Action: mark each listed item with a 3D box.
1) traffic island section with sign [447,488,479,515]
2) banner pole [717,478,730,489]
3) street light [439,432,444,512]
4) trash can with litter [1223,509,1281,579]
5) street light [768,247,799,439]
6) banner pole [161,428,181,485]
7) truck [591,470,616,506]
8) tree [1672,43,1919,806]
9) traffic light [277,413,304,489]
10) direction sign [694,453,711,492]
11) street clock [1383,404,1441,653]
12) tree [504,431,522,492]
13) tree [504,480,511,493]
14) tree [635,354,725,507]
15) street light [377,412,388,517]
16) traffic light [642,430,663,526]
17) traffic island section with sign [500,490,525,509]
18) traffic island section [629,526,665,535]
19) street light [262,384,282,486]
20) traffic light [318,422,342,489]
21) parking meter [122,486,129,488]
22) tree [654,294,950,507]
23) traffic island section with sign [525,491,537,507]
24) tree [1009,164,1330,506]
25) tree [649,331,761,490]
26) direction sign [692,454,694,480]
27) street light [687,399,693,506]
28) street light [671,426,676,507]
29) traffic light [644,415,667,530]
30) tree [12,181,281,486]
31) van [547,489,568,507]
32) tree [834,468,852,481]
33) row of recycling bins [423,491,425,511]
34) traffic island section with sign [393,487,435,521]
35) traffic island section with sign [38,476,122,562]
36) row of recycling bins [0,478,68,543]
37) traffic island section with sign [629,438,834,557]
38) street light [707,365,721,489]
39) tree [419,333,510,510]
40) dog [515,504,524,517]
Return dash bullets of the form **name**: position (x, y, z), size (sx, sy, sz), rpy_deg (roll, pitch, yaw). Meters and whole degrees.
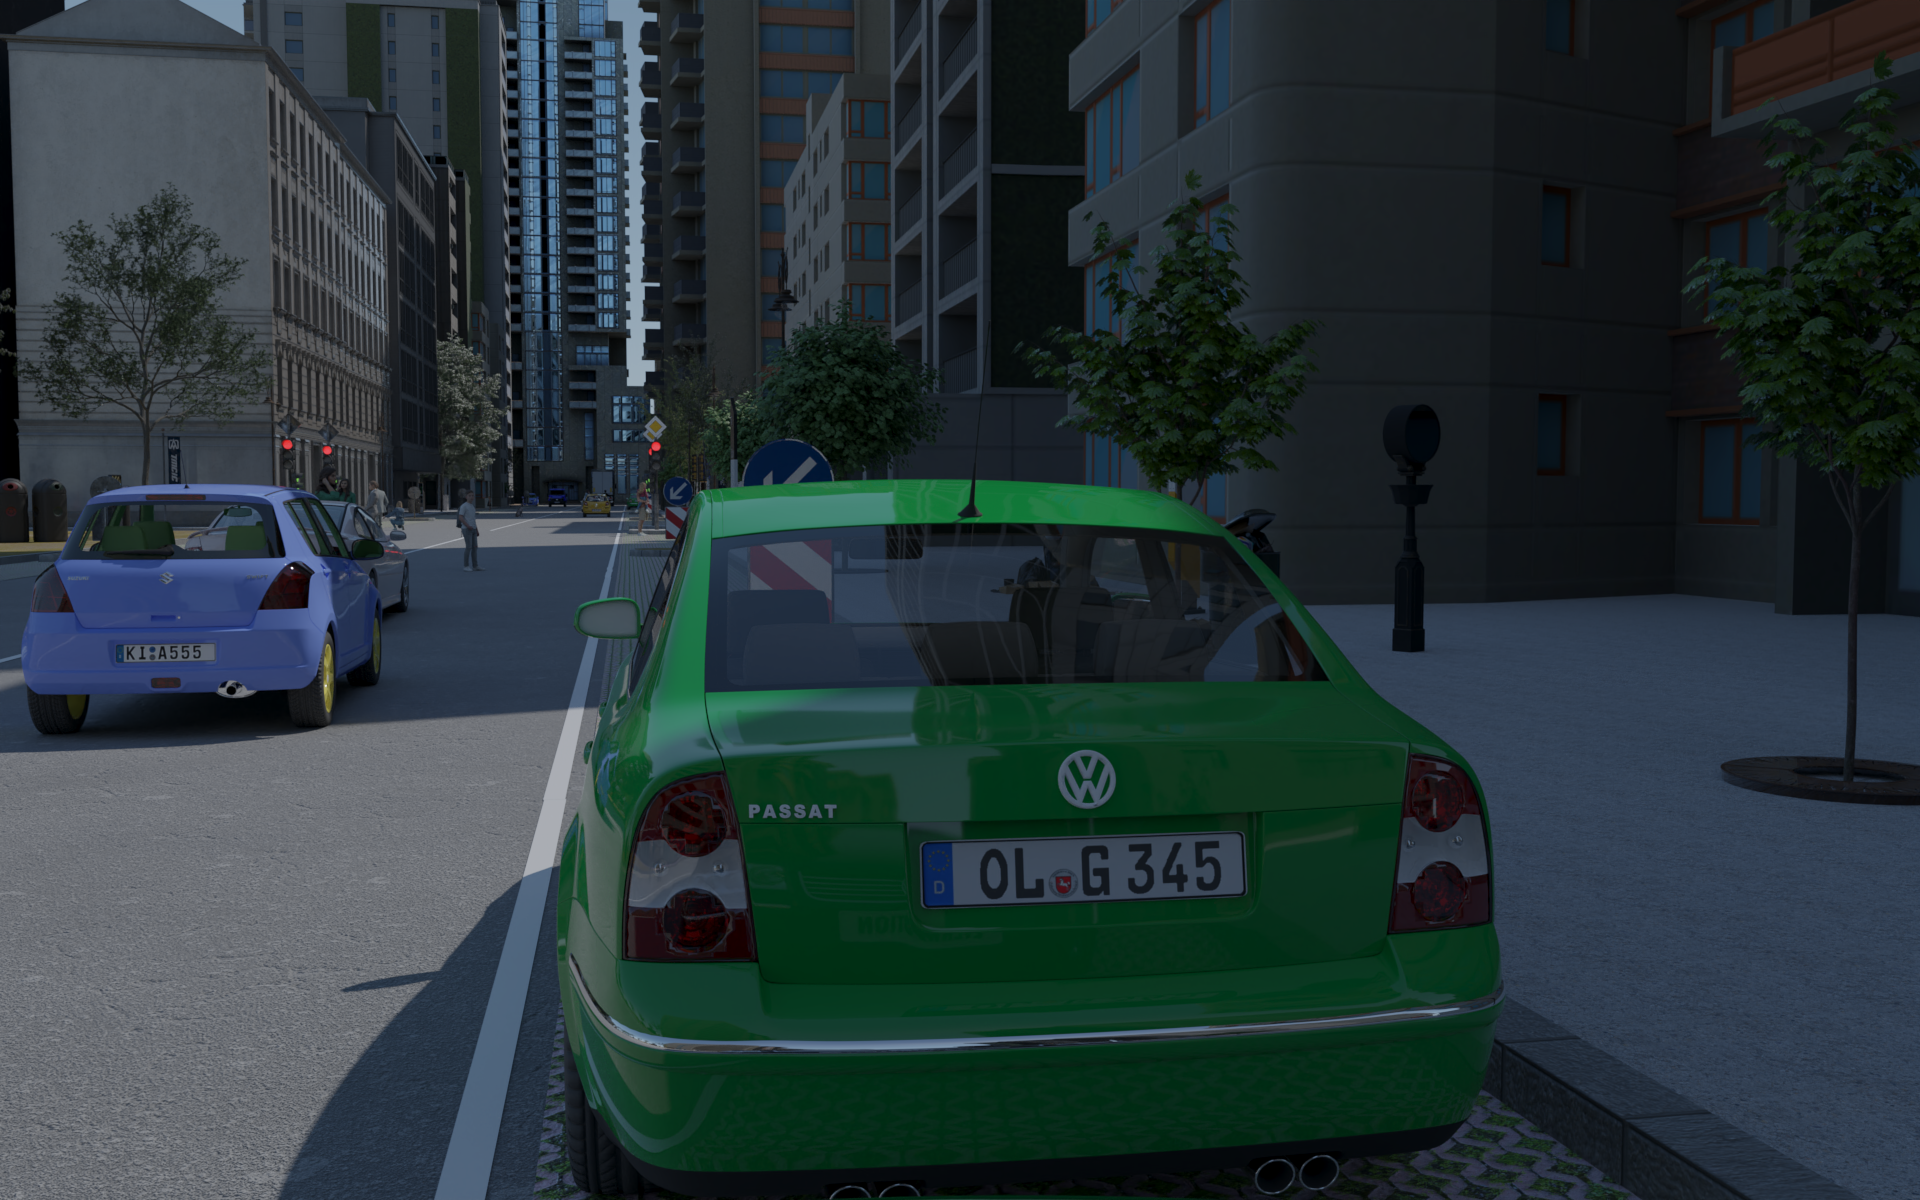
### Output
- **traffic island section with sign**: position (-34.172, -6.760, 119.151), size (1.989, 1.847, 2.006), rpy_deg (-1, 4, -11)
- **banner pole**: position (-13.020, -6.485, 96.040), size (0.863, 3.779, 0.401), rpy_deg (-1, 4, -16)
- **street light**: position (-38.001, -9.418, 126.764), size (0.468, 5.910, 1.993), rpy_deg (-1, 4, -11)
- **trash can with litter**: position (1.939, -0.120, 13.346), size (0.624, 1.170, 1.055), rpy_deg (-3, 5, -44)
- **street light**: position (-3.323, -3.661, 32.642), size (0.468, 5.910, 1.993), rpy_deg (-1, 4, -11)
- **banner pole**: position (-30.012, -4.637, 65.833), size (0.401, 3.779, 0.863), rpy_deg (3, 5, 44)
- **truck**: position (-41.921, -13.135, 203.677), size (2.839, 4.237, 11.283), rpy_deg (-1, 4, -10)
- **tree**: position (4.046, -0.788, 7.491), size (1.663, 3.219, 1.824), rpy_deg (0, 3, 0)
- **traffic light**: position (-23.097, -4.331, 59.737), size (0.839, 4.253, 0.868), rpy_deg (-1, 4, -11)
- **direction sign**: position (-14.272, -6.414, 96.860), size (0.379, 3.537, 0.876), rpy_deg (3, 4, 38)
- **street clock**: position (3.661, -0.582, 14.079), size (0.471, 2.002, 0.358), rpy_deg (-3, 4, -39)
- **tree**: position (-49.635, -14.523, 187.815), size (4.360, 8.622, 3.978), rpy_deg (0, 3, 0)
- **tree**: position (-51.251, -12.227, 194.508), size (1.663, 3.219, 1.824), rpy_deg (0, 3, 0)
- **tree**: position (-14.457, -8.558, 90.283), size (4.737, 8.622, 4.395), rpy_deg (0, 3, 0)
- **street light**: position (-32.477, -7.623, 97.422), size (0.468, 5.910, 1.993), rpy_deg (-1, 4, -11)
- **traffic light**: position (-12.412, -4.954, 69.922), size (0.839, 4.253, 0.868), rpy_deg (-1, 4, -11)
- **traffic island section with sign**: position (-43.522, -9.746, 167.982), size (1.989, 1.847, 2.006), rpy_deg (-1, 4, -11)
- **traffic island section**: position (-10.868, -2.442, 62.201), size (2.009, 0.180, 2.903), rpy_deg (-1, 4, -11)
- **street light**: position (-26.901, -5.813, 67.824), size (0.468, 5.910, 1.993), rpy_deg (-1, 4, -11)
- **traffic light**: position (-24.599, -4.811, 67.580), size (0.839, 4.253, 0.868), rpy_deg (-1, 4, -11)
- **parking meter**: position (-25.183, -2.673, 52.119), size (0.372, 1.533, 0.369), rpy_deg (0, 3, 0)
- **tree**: position (-1.974, -2.734, 28.413), size (4.285, 4.588, 4.351), rpy_deg (0, 3, 0)
- **traffic island section with sign**: position (-48.600, -11.366, 194.457), size (1.989, 1.847, 2.006), rpy_deg (-1, 4, -11)
- **tree**: position (1.408, -0.954, 10.206), size (1.663, 3.219, 1.824), rpy_deg (0, 3, 0)
- **tree**: position (-11.134, -7.799, 77.870), size (4.360, 8.622, 3.978), rpy_deg (0, 3, 0)
- **direction sign**: position (-14.929, -6.535, 98.846), size (0.876, 3.537, 0.379), rpy_deg (2, 4, 25)
- **street light**: position (-13.198, -6.841, 84.636), size (0.468, 5.910, 1.993), rpy_deg (-1, 4, -11)
- **street light**: position (-18.875, -8.664, 114.443), size (0.468, 5.910, 1.993), rpy_deg (-1, 4, -11)
- **traffic light**: position (-10.909, -4.475, 62.079), size (0.839, 4.253, 0.868), rpy_deg (-1, 4, -11)
- **tree**: position (-23.762, -7.127, 50.933), size (7.601, 10.594, 8.767), rpy_deg (-3, 5, -40)
- **van**: position (-44.685, -11.492, 192.277), size (2.240, 2.365, 5.245), rpy_deg (-1, 4, -12)
- **tree**: position (-3.294, -2.887, 41.796), size (1.663, 3.219, 1.824), rpy_deg (0, 3, 0)
- **row of recycling bins**: position (-41.740, -7.460, 129.078), size (3.534, 1.692, 1.069), rpy_deg (-1, 4, -18)
- **traffic island section with sign**: position (-28.973, -5.101, 92.021), size (1.989, 1.847, 2.006), rpy_deg (-1, 4, -11)
- **traffic island section with sign**: position (-18.500, -1.756, 37.332), size (1.989, 1.847, 2.006), rpy_deg (-1, 4, -11)
- **row of recycling bins**: position (-25.485, -2.352, 45.571), size (3.534, 1.692, 1.069), rpy_deg (-2, 4, -35)
- **traffic island section with sign**: position (-1.468, -0.275, 13.128), size (1.989, 1.847, 2.006), rpy_deg (-1, 4, -11)
- **street light**: position (-8.794, -5.456, 61.994), size (0.468, 5.910, 1.993), rpy_deg (-1, 4, -11)
- **tree**: position (-40.566, -14.000, 135.558), size (9.857, 13.997, 8.962), rpy_deg (0, 3, 0)
- **dog**: position (-27.665, -5.594, 108.297), size (0.800, 0.831, 0.513), rpy_deg (0, 4, -8)
